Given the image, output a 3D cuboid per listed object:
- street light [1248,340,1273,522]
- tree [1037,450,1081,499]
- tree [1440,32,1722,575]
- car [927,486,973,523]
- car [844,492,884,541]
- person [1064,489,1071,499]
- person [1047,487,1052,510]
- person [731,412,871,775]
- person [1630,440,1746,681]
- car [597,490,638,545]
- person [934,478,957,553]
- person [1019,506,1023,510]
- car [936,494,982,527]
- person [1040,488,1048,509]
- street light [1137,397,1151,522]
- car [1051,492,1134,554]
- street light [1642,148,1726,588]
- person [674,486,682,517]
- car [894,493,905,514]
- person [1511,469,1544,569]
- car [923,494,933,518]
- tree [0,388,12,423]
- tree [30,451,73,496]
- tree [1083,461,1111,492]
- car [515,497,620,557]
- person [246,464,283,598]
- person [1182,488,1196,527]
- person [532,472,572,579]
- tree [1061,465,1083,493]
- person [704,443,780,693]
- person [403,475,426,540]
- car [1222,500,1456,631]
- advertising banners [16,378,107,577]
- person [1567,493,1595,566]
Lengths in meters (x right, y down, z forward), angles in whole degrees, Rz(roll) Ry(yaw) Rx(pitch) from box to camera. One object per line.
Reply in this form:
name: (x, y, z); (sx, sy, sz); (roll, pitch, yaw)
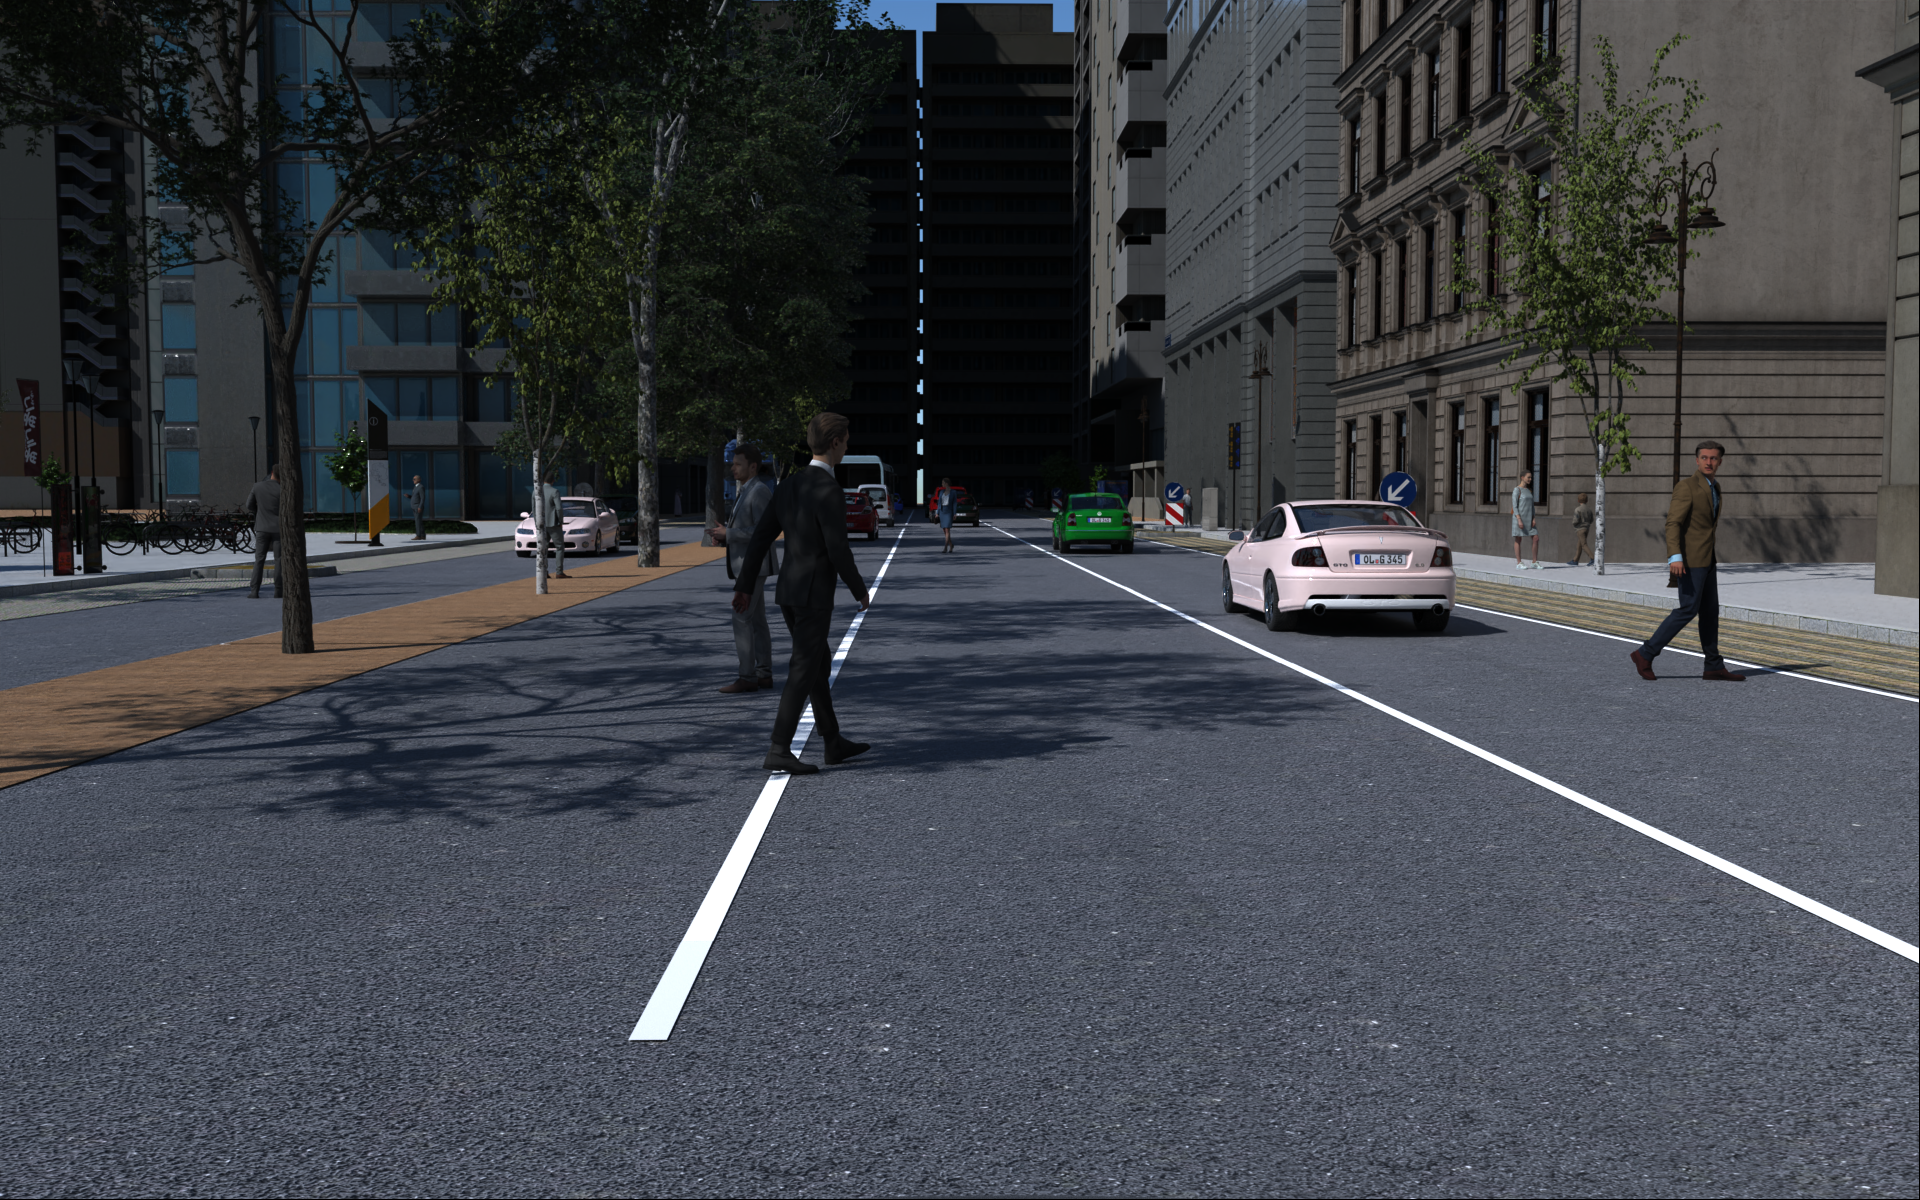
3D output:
street light: (9.037, -4.859, 52.228); (0.468, 5.910, 1.993); (0, 4, -1)
tree: (7.328, -8.832, 128.124); (4.285, 4.588, 4.351); (0, 3, 0)
tree: (9.875, -4.691, 27.059); (4.737, 8.622, 4.395); (0, 3, 0)
car: (-0.482, -4.753, 86.387); (2.281, 1.827, 5.304); (0, 4, -2)
car: (-3.487, -2.766, 54.269); (2.155, 1.783, 4.494); (0, 4, -1)
person: (8.113, -7.570, 130.488); (0.551, 1.740, 0.621); (1, 4, 11)
person: (7.003, -7.937, 135.448); (0.705, 1.869, 1.348); (0, 4, -6)
person: (-0.723, -0.044, 8.991); (0.755, 1.850, 0.659); (-3, 4, -38)
person: (5.602, -0.297, 13.268); (0.836, 1.842, 0.656); (1, 4, 18)
car: (-9.823, -2.445, 49.754); (2.009, 1.686, 4.222); (0, 4, 0)
person: (-0.281, -2.060, 42.197); (0.581, 1.822, 0.654); (3, 5, 41)
person: (5.303, -8.811, 153.088); (0.617, 1.759, 0.750); (-2, 4, -27)
car: (-0.032, -4.043, 75.894); (2.009, 1.686, 4.222); (0, 4, -1)
person: (7.212, -8.545, 145.759); (0.705, 1.824, 1.348); (-2, 4, -33)
street light: (8.559, -6.602, 80.726); (0.468, 5.910, 1.993); (0, 4, -1)
car: (3.273, -2.098, 43.105); (1.959, 1.807, 4.718); (0, 4, 0)
street light: (9.802, -3.108, 23.608); (0.468, 5.910, 1.993); (0, 4, -1)
person: (-15.874, -5.561, 97.628); (0.621, 1.740, 0.551); (-3, 5, -41)
car: (-4.911, -6.973, 123.604); (1.945, 1.707, 3.694); (0, 4, -2)
person: (9.634, -1.378, 29.572); (0.512, 1.701, 0.522); (-2, 4, -30)
car: (-1.206, -5.740, 105.651); (2.131, 1.459, 4.920); (0, 4, 0)
tree: (-45.038, -7.769, 77.380); (4.360, 8.622, 3.978); (0, 3, 0)
tree: (-40.387, -5.058, 77.295); (1.663, 3.219, 1.824); (0, 3, 0)
tree: (8.443, -6.600, 102.517); (1.663, 3.219, 1.824); (0, 3, 0)
car: (-9.212, -1.746, 40.911); (2.083, 1.381, 4.827); (0, 4, -2)
person: (-9.538, -0.956, 23.939); (0.655, 1.846, 0.447); (-1, 4, -10)
person: (8.973, -3.627, 67.936); (0.523, 1.515, 0.503); (2, 4, 24)
person: (-6.913, -1.259, 29.191); (0.635, 1.810, 0.391); (1, 4, 14)
tree: (7.905, -7.490, 117.069); (1.663, 3.219, 1.824); (0, 3, 0)
person: (-1.617, -0.242, 12.653); (0.583, 1.804, 0.606); (-2, 4, -25)
person: (-15.219, -2.580, 48.407); (0.590, 1.801, 0.661); (-3, 4, -37)
car: (4.140, -0.434, 19.453); (2.083, 1.381, 4.827); (0, 4, 0)
advertising banners: (-14.122, -1.899, 27.243); (0.090, 3.025, 2.074); (0, 4, 7)
person: (11.095, -1.258, 30.883); (0.475, 1.303, 0.640); (-3, 5, -43)
